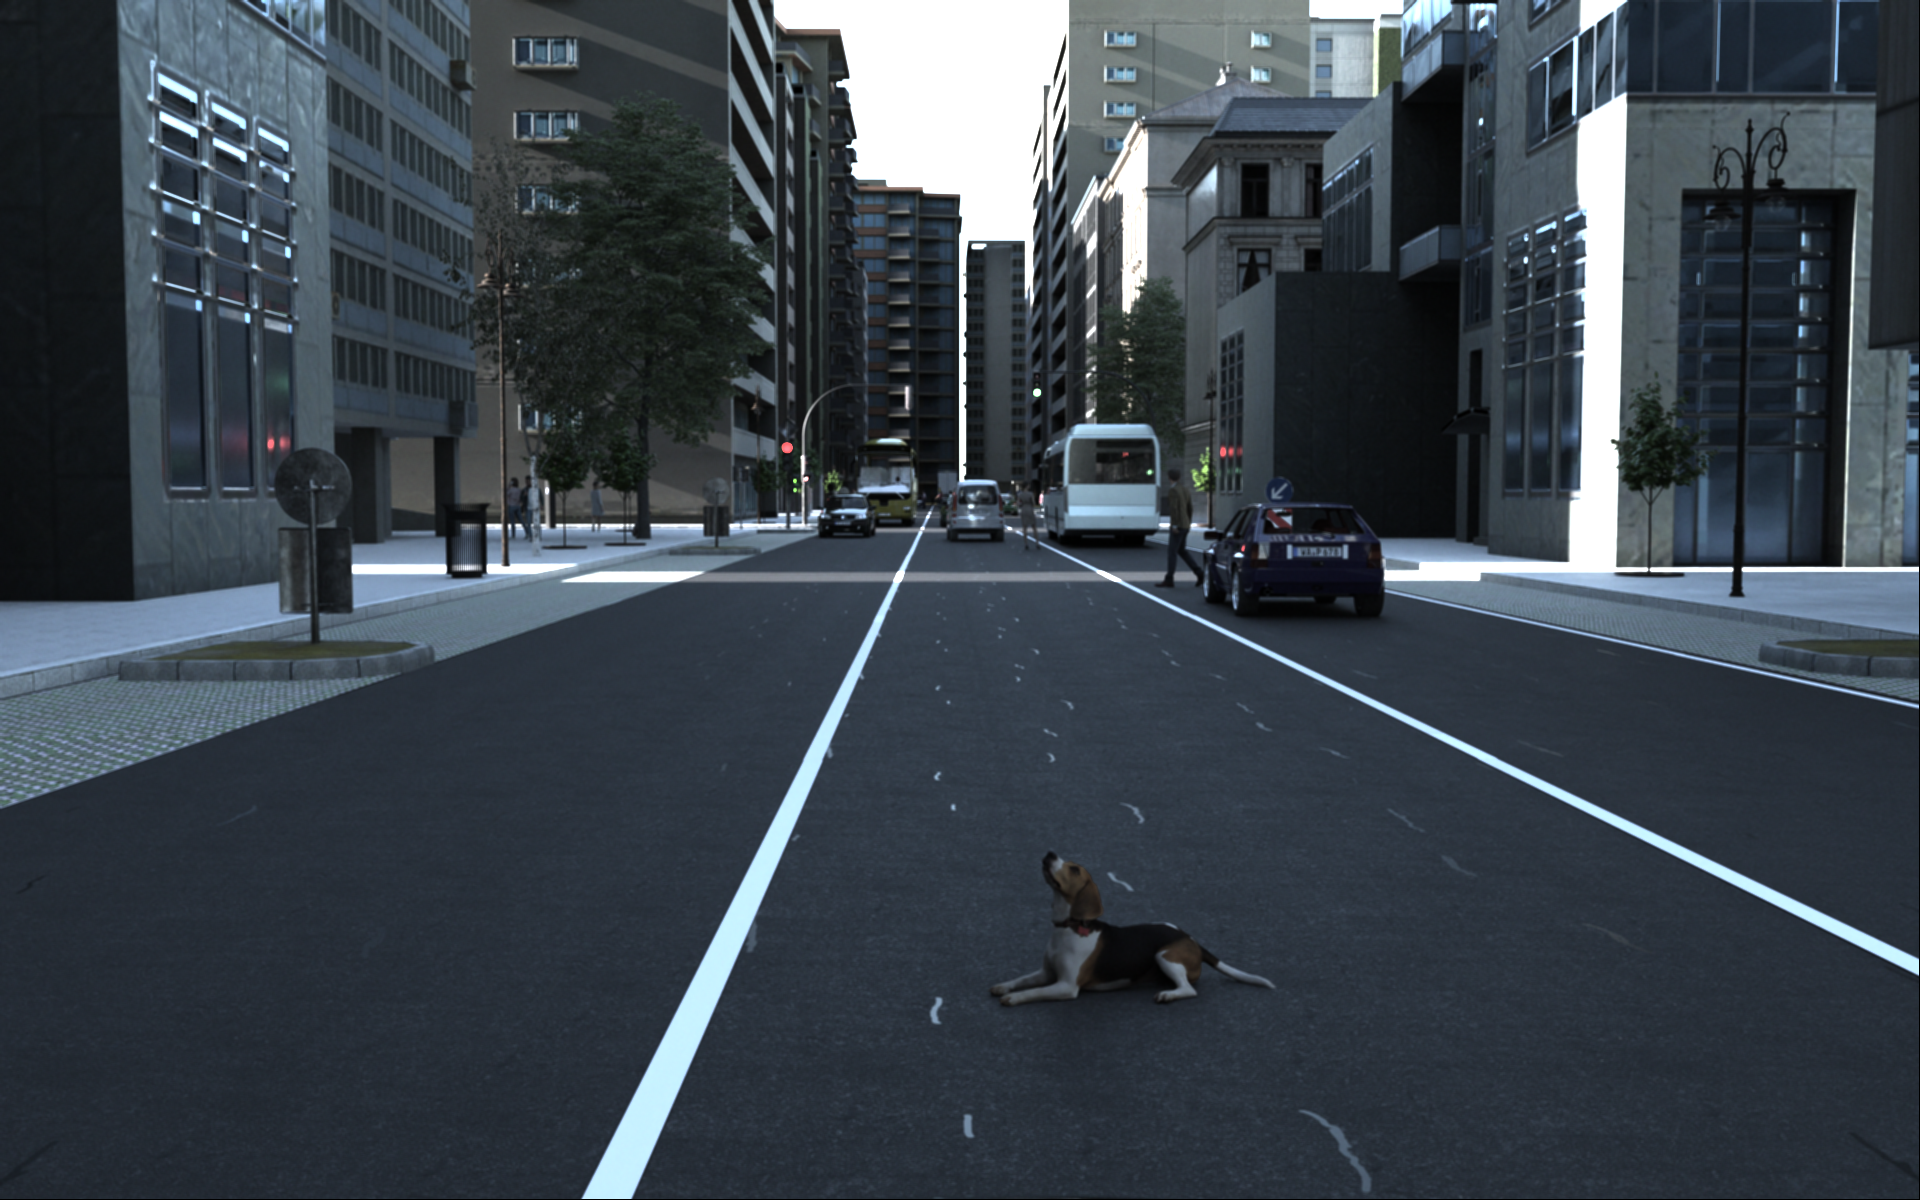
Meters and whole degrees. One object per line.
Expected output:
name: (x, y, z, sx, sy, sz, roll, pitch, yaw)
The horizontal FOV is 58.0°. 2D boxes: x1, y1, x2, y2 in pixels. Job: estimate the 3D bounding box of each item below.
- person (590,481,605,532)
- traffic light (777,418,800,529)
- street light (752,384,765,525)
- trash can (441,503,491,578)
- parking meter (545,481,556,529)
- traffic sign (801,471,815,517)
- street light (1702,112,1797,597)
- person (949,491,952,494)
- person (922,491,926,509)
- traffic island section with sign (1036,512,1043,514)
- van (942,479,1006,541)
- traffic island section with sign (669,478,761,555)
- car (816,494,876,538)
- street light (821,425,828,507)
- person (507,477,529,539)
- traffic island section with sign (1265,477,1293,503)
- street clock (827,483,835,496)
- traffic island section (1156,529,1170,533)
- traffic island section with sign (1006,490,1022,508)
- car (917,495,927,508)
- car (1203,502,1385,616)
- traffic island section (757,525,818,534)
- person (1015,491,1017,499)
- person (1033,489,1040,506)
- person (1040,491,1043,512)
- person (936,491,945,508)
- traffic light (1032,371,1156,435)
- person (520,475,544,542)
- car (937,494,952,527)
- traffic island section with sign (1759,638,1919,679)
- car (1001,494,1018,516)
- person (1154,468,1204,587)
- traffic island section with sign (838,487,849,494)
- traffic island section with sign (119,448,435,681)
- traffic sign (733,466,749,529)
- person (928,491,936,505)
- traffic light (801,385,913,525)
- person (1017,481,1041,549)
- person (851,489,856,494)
person: (-12.198, -3.143, 58.178, 0.466, 1.731, 0.760, 0, 4, -4)
traffic light: (-6.327, -4.587, 63.915, 0.839, 4.253, 0.868, 0, 4, -1)
street light: (-8.467, -6.118, 72.816, 0.468, 5.910, 1.993, 0, 4, -1)
trash can: (-7.566, -0.911, 26.541, 0.748, 1.137, 0.748, 0, 3, 0)
parking meter: (-15.292, -3.605, 64.653, 0.255, 1.863, 0.399, -3, 5, -42)
traffic sign: (-8.450, -5.891, 96.416, 0.768, 2.556, 0.104, 0, 4, 5)
street light: (9.727, -2.980, 21.505, 0.468, 5.910, 1.993, 0, 4, -1)
person: (-0.930, -8.789, 152.881, 0.721, 1.739, 1.217, 1, 4, 16)
person: (-3.461, -9.450, 163.942, 0.436, 1.711, 0.756, 1, 4, 8)
traffic island section with sign: (6.444, -7.065, 124.143, 1.989, 1.847, 2.006, 0, 4, -1)
van: (0.453, -2.860, 53.766, 2.013, 2.044, 4.112, 0, 4, -2)
traffic island section with sign: (-5.768, -1.985, 41.088, 1.989, 1.847, 2.006, 0, 4, -1)
car: (-3.787, -2.970, 58.345, 2.009, 1.686, 4.222, 0, 4, 1)
street light: (-8.969, -8.653, 114.263, 0.468, 5.910, 1.993, 0, 4, -1)
person: (-12.517, -2.592, 49.017, 0.643, 1.750, 0.593, 2, 4, 29)
traffic island section with sign: (7.454, -2.032, 41.847, 1.989, 1.847, 2.006, 0, 4, -1)
street clock: (-8.672, -6.831, 116.260, 0.471, 2.002, 0.358, 2, 4, 29)
traffic island section: (7.173, -2.564, 64.209, 2.009, 0.180, 2.903, 0, 4, -1)
traffic island section with sign: (5.842, -10.111, 173.941, 1.989, 1.847, 2.006, 0, 4, -1)
car: (-4.263, -9.671, 170.693, 1.945, 1.354, 3.894, 0, 4, -2)
car: (4.091, -0.555, 21.657, 1.945, 1.354, 3.894, 0, 4, 0)
traffic island section: (-6.367, -2.555, 64.049, 2.009, 0.180, 2.903, 0, 4, -1)
person: (7.303, -13.195, 222.503, 0.721, 1.735, 1.217, 1, 4, 20)
person: (7.958, -10.861, 183.719, 1.348, 1.812, 0.705, -1, 4, -21)
person: (6.068, -7.111, 125.595, 0.563, 1.720, 0.643, 0, 4, 3)
person: (-2.020, -10.278, 177.262, 1.217, 1.743, 0.721, 3, 5, 40)
traffic light: (5.042, -5.459, 63.928, 4.771, 5.953, 1.251, 0, 4, -1)
person: (-11.491, -2.453, 46.495, 0.623, 1.781, 0.721, -1, 4, -19)
car: (0.063, -3.945, 76.292, 2.131, 1.459, 4.920, 0, 4, -2)
traffic island section with sign: (7.789, -0.344, 14.251, 1.989, 1.847, 2.006, 0, 4, -1)
car: (2.836, -6.231, 113.670, 2.131, 1.459, 4.920, 0, 4, -1)
person: (3.416, -1.123, 26.770, 0.836, 1.842, 0.656, 0, 3, 0)
traffic island section with sign: (-6.447, -5.397, 96.865, 1.989, 1.847, 2.006, 0, 4, -1)
traffic island section with sign: (-5.432, -0.337, 14.135, 1.989, 1.847, 2.006, 0, 4, -1)
traffic sign: (-7.952, -3.716, 62.882, 0.606, 2.300, 0.079, 0, 4, 7)
person: (-3.563, -13.125, 223.234, 1.348, 1.807, 0.705, -3, 5, -41)
traffic light: (-4.334, -5.951, 71.960, 4.771, 5.953, 1.251, 0, 4, -1)
person: (1.798, -2.216, 45.068, 0.599, 1.781, 0.374, 1, 4, 18)
person: (-7.382, -6.910, 121.667, 0.473, 1.802, 0.592, -2, 4, -29)
